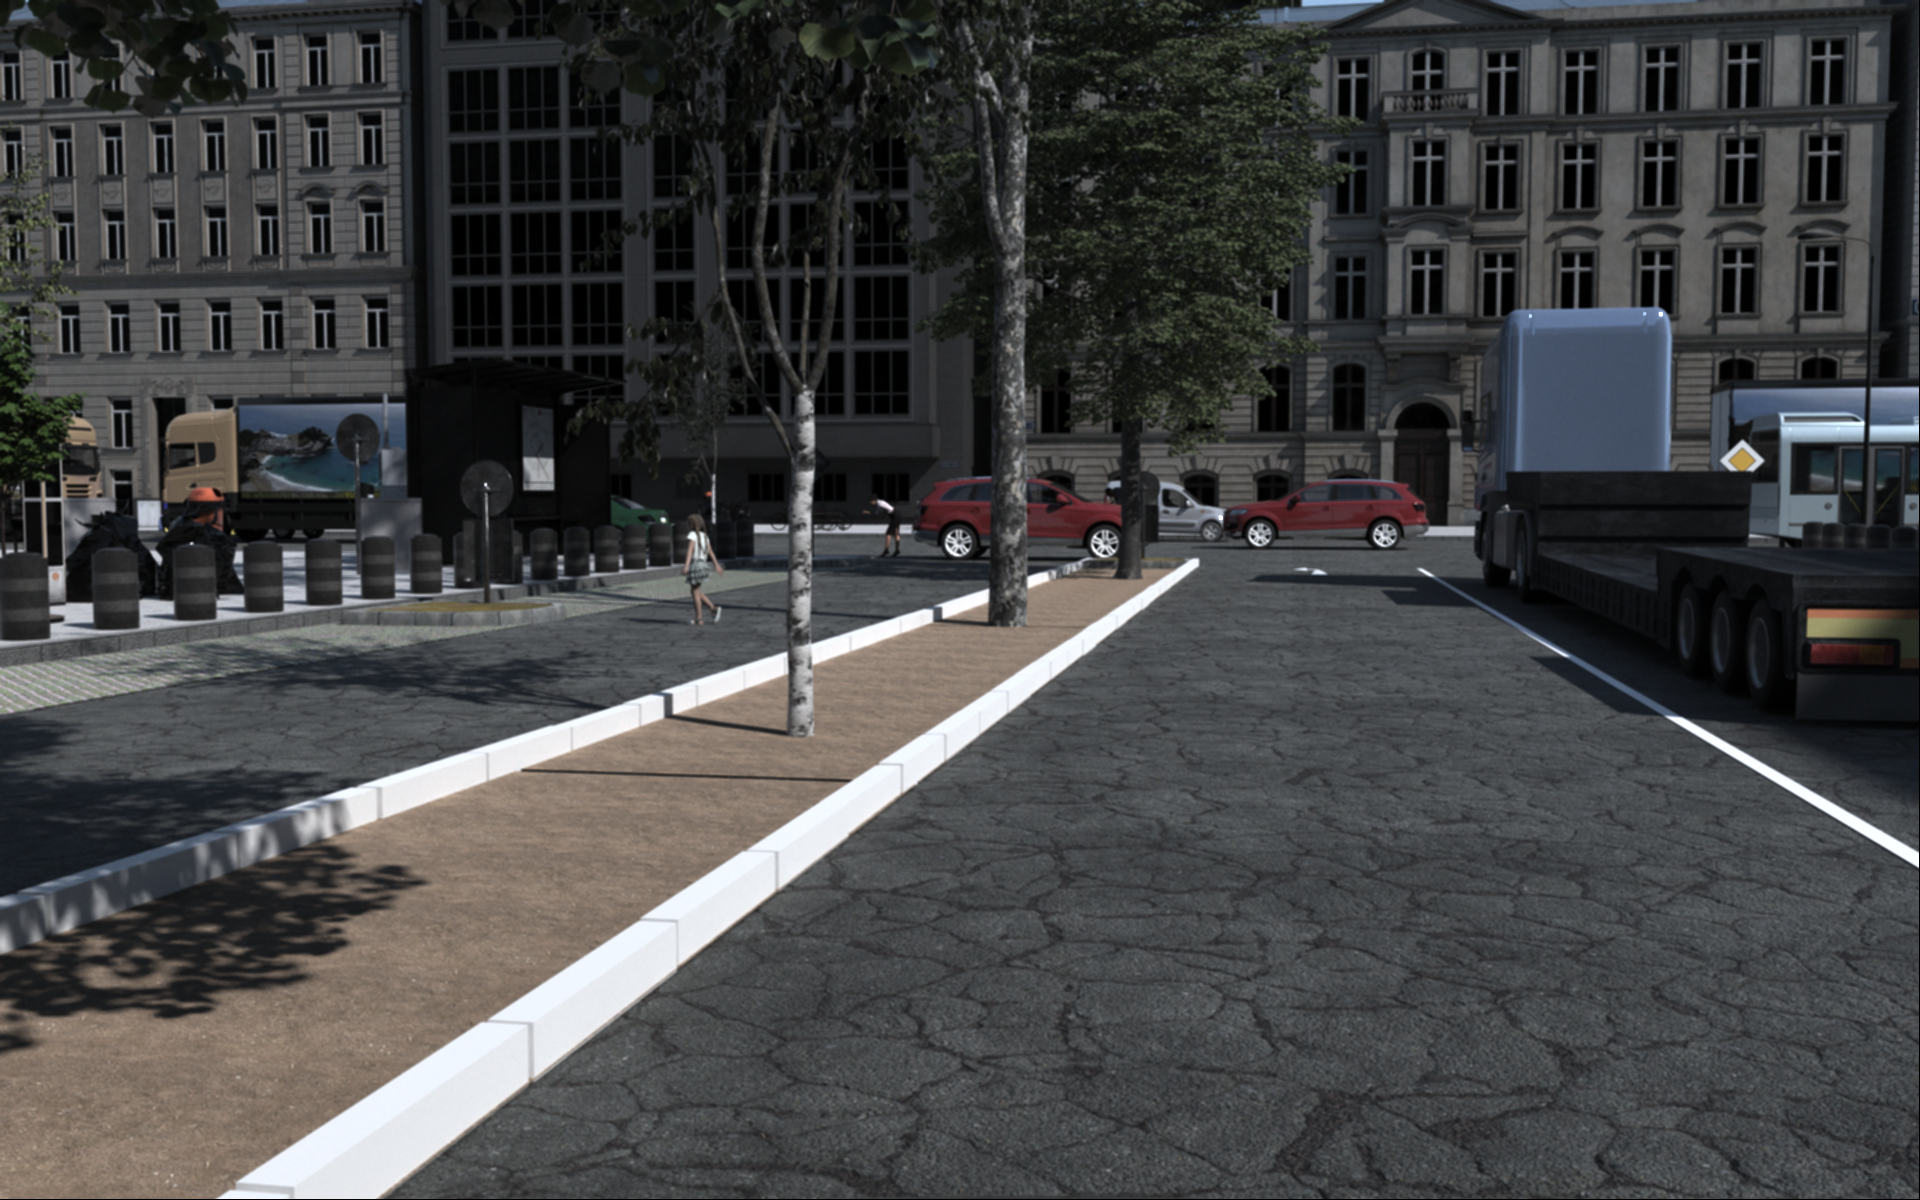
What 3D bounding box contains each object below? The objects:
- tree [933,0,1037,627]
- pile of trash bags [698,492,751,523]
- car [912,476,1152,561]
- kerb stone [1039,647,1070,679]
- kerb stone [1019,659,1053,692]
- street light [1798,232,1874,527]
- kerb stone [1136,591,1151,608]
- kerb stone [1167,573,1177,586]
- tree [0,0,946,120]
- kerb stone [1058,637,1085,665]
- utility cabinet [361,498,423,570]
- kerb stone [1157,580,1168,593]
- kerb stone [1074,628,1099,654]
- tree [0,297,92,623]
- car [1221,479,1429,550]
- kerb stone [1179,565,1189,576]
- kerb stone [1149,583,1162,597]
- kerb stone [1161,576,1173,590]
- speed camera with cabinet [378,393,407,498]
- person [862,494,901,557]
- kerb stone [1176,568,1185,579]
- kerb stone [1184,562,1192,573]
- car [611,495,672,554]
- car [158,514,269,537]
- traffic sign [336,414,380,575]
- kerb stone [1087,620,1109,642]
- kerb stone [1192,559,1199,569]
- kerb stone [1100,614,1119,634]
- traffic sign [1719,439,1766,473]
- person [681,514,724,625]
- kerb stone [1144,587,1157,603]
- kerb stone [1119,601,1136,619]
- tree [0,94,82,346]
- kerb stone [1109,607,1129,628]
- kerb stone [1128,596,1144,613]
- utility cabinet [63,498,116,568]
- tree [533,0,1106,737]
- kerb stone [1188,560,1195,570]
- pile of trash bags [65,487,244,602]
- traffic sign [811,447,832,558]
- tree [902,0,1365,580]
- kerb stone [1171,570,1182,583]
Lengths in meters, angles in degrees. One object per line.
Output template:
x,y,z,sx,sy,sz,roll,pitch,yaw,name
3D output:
-0.514,-9.838,19.204,12.611,20.169,13.585,0,3,0,tree
-9.676,-3.682,69.954,1.912,1.369,3.447,-2,4,-27,pile of trash bags
1.602,-1.788,37.906,5.304,1.827,2.281,1,4,9,car
0.735,0.513,13.806,0.120,0.150,1.000,1,4,11,kerb stone
0.539,0.575,12.793,0.120,0.150,1.000,1,4,11,kerb stone
15.552,-3.562,30.783,1.470,5.913,1.316,1,4,11,street light
2.284,0.020,21.863,0.120,0.150,1.000,1,4,11,kerb stone
3.244,-0.289,26.915,0.120,0.150,1.000,1,4,11,kerb stone
-2.358,-5.658,1.617,9.857,13.997,8.962,0,3,0,tree
0.928,0.454,14.813,0.120,0.150,1.000,1,4,11,kerb stone
-9.583,-1.101,29.155,1.020,1.237,0.306,-1,4,-15,utility cabinet
2.858,-0.158,24.898,0.120,0.150,1.000,1,4,11,kerb stone
1.127,0.392,15.818,0.120,0.150,1.000,1,4,11,kerb stone
-9.385,-1.378,17.136,1.663,3.219,1.824,0,3,0,tree
9.530,-2.242,45.331,5.304,1.827,2.281,1,4,10,car
3.822,-0.473,29.945,0.120,0.150,1.000,1,4,11,kerb stone
2.658,-0.102,23.889,0.120,0.150,1.000,1,4,11,kerb stone
3.053,-0.227,25.903,0.120,0.150,1.000,1,4,11,kerb stone
-10.903,-2.395,33.496,0.660,3.252,2.038,-1,4,-17,speed camera with cabinet
-1.745,-1.716,39.750,0.799,1.438,0.628,-3,5,-40,person
3.632,-0.404,28.939,0.120,0.150,1.000,1,4,11,kerb stone
4.016,-0.532,30.952,0.120,0.150,1.000,1,4,11,kerb stone
-9.467,-1.866,42.304,4.920,1.459,2.131,1,4,10,car
-25.539,-3.039,59.280,3.694,1.707,1.945,1,4,12,car
-9.539,-1.671,27.433,0.768,2.556,0.104,1,4,12,traffic sign
1.312,0.328,16.826,0.120,0.150,1.000,1,4,11,kerb stone
4.406,-0.658,32.977,0.120,0.150,1.000,1,4,11,kerb stone
1.502,0.276,17.835,0.120,0.150,1.000,1,4,11,kerb stone
14.213,-1.706,31.542,0.795,2.450,0.064,1,4,11,traffic sign
-2.840,-0.330,18.908,0.382,1.210,0.505,1,4,20,person
2.472,-0.035,22.876,0.120,0.150,1.000,1,4,11,kerb stone
1.888,0.149,19.853,0.120,0.150,1.000,1,4,11,kerb stone
-16.534,-4.719,27.523,4.737,8.622,4.395,0,3,0,tree
1.702,0.206,18.840,0.120,0.150,1.000,1,4,11,kerb stone
2.082,0.086,20.859,0.120,0.150,1.000,1,4,11,kerb stone
-15.433,-1.184,30.525,0.306,1.237,1.020,3,4,38,utility cabinet
-0.913,-3.509,10.192,4.360,8.622,3.978,0,3,0,tree
4.208,-0.593,31.960,0.120,0.150,1.000,1,4,11,kerb stone
-10.080,-0.757,22.127,1.912,1.369,3.447,0,4,-7,pile of trash bags
-2.966,-1.908,34.840,0.795,2.450,0.064,1,4,11,traffic sign
2.817,-6.638,29.113,7.486,12.596,7.792,0,3,0,tree
3.441,-0.351,27.932,0.120,0.150,1.000,1,4,11,kerb stone
